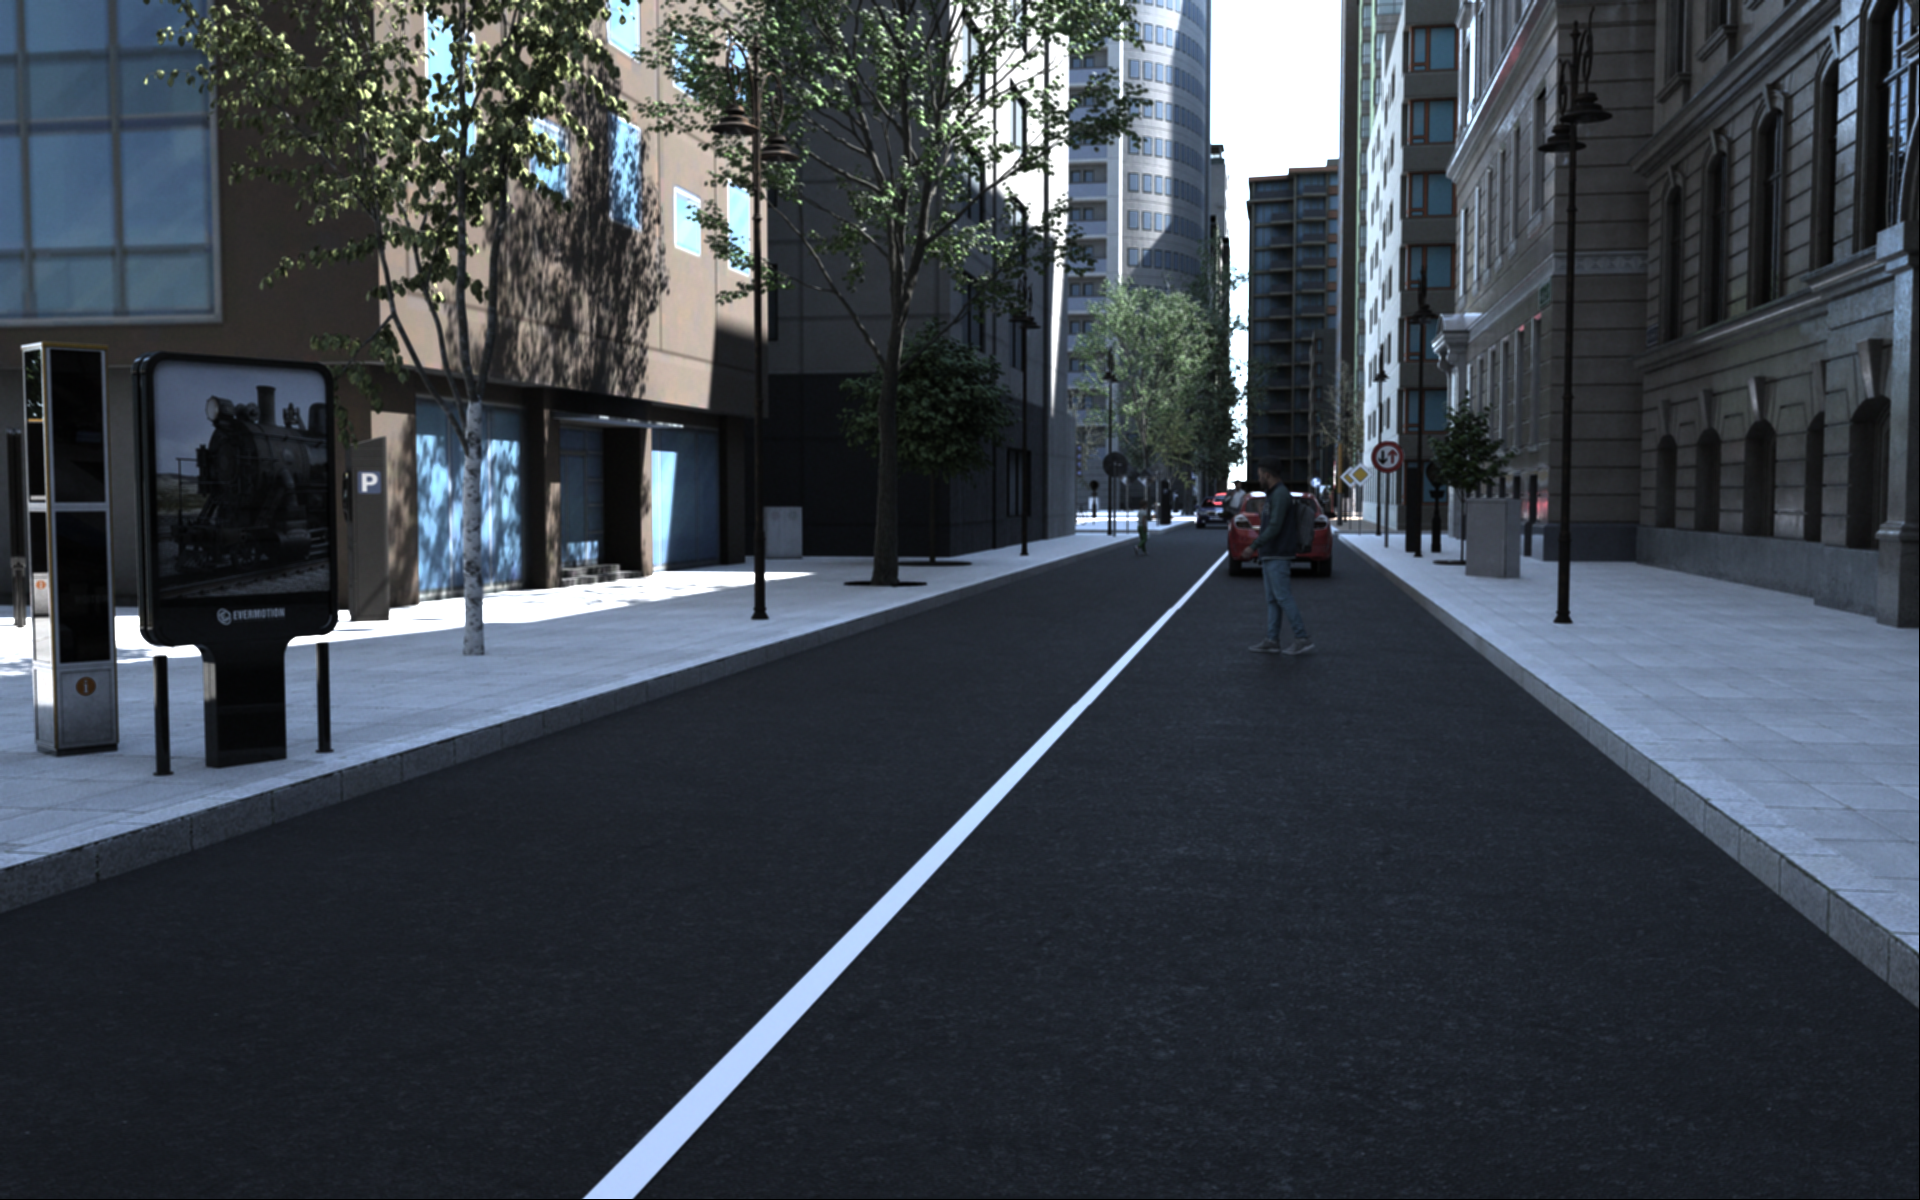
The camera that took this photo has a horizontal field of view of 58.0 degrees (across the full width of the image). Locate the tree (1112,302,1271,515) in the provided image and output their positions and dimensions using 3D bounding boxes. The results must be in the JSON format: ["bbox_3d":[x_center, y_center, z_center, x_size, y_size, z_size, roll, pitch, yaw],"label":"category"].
[{"bbox_3d":[13.720,-11.418,103.698,9.611,12.733,9.660,0,3,0],"label":"tree"}]

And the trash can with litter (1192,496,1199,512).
[{"bbox_3d":[16.678,-6.932,124.729,1.055,1.170,0.624,-3,5,-44],"label":"trash can with litter"}]

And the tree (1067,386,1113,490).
[{"bbox_3d":[7.706,-10.062,114.882,4.360,8.622,3.978,0,3,0],"label":"tree"}]

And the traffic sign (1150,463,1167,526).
[{"bbox_3d":[7.985,-4.271,69.939,0.768,2.556,0.104,1,4,11],"label":"traffic sign"}]

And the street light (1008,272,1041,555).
[{"bbox_3d":[1.351,-3.875,36.143,0.468,5.910,1.993,1,4,11],"label":"street light"}]

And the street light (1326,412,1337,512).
[{"bbox_3d":[21.171,-7.666,98.132,0.468,5.910,1.993,1,4,11],"label":"street light"}]

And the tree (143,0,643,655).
[{"bbox_3d":[-4.074,-3.875,13.722,4.737,8.622,4.395,0,3,0],"label":"tree"}]

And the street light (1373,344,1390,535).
[{"bbox_3d":[12.984,-4.940,53.564,0.468,5.910,1.993,1,4,11],"label":"street light"}]

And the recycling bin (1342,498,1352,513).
[{"bbox_3d":[25.706,-6.305,115.648,0.722,1.027,0.722,0,4,-2],"label":"recycling bin"}]

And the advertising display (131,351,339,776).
[{"bbox_3d":[-3.406,-0.183,8.212,0.123,1.923,0.974,2,4,34],"label":"advertising display"}]

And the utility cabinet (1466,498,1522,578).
[{"bbox_3d":[8.265,-0.959,26.844,0.306,1.237,1.020,-1,4,-19],"label":"utility cabinet"}]

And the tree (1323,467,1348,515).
[{"bbox_3d":[23.502,-6.866,106.861,1.663,3.219,1.824,0,3,0],"label":"tree"}]

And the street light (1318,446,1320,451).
[{"bbox_3d":[28.019,-9.908,134.775,0.468,5.910,1.993,1,4,11],"label":"street light"}]

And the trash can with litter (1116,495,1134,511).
[{"bbox_3d":[12.008,-7.180,128.458,2.233,1.210,1.678,-1,4,-23],"label":"trash can with litter"}]

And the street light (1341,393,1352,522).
[{"bbox_3d":[17.746,-6.535,79.639,0.468,5.910,1.993,1,4,11],"label":"street light"}]

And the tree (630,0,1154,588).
[{"bbox_3d":[-0.910,-6.003,23.901,9.928,11.665,9.643,0,3,0],"label":"tree"}]

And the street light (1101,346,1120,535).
[{"bbox_3d":[4.690,-4.971,54.068,0.468,5.910,1.993,1,4,11],"label":"street light"}]

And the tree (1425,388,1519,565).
[{"bbox_3d":[9.331,-2.264,31.626,1.663,3.219,1.824,0,3,0],"label":"tree"}]

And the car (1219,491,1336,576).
[{"bbox_3d":[5.828,-1.389,31.749,2.155,1.783,4.494,1,4,9],"label":"car"}]

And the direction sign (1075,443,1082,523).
[{"bbox_3d":[5.200,-5.246,77.777,0.379,3.537,0.876,-2,4,-30],"label":"direction sign"}]

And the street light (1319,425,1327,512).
[{"bbox_3d":[24.541,-8.762,116.051,0.468,5.910,1.993,1,4,11],"label":"street light"}]

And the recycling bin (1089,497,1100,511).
[{"bbox_3d":[10.266,-7.325,132.315,0.722,1.027,0.722,1,4,19],"label":"recycling bin"}]

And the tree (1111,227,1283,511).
[{"bbox_3d":[16.963,-16.505,125.751,12.611,20.169,13.585,0,3,0],"label":"tree"}]

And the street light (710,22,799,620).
[{"bbox_3d":[-2.053,-2.741,17.602,0.468,5.910,1.993,1,4,11],"label":"street light"}]

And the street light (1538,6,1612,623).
[{"bbox_3d":[6.008,-2.709,17.077,0.468,5.910,1.993,1,4,11],"label":"street light"}]

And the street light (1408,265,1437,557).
[{"bbox_3d":[9.344,-3.814,35.154,0.468,5.910,1.993,1,4,11],"label":"street light"}]

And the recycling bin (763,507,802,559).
[{"bbox_3d":[-3.542,-1.337,34.412,0.722,1.027,0.722,-1,4,-15],"label":"recycling bin"}]

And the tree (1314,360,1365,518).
[{"bbox_3d":[21.400,-8.797,94.199,4.360,8.622,3.978,0,3,0],"label":"tree"}]

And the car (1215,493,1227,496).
[{"bbox_3d":[13.865,-4.930,89.641,2.155,1.783,4.494,1,4,11],"label":"car"}]

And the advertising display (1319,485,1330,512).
[{"bbox_3d":[25.843,-7.172,122.471,0.974,1.923,0.123,3,5,45],"label":"advertising display"}]

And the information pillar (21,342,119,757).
[{"bbox_3d":[-4.407,-0.250,8.586,0.304,2.012,0.304,3,5,44],"label":"information pillar"}]

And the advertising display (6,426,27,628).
[{"bbox_3d":[-9.196,-0.714,16.893,0.123,1.923,0.974,-2,4,-28],"label":"advertising display"}]

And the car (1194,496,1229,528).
[{"bbox_3d":[10.944,-3.721,73.419,1.945,1.354,3.894,1,4,11],"label":"car"}]

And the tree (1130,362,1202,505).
[{"bbox_3d":[11.429,-8.835,94.816,4.737,8.622,4.395,0,3,0],"label":"tree"}]

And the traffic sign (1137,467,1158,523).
[{"bbox_3d":[6.832,-3.646,63.258,0.795,2.450,0.064,1,4,11],"label":"traffic sign"}]

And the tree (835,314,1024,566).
[{"bbox_3d":[-0.424,-2.914,31.366,4.285,4.588,4.351,0,3,0],"label":"tree"}]
